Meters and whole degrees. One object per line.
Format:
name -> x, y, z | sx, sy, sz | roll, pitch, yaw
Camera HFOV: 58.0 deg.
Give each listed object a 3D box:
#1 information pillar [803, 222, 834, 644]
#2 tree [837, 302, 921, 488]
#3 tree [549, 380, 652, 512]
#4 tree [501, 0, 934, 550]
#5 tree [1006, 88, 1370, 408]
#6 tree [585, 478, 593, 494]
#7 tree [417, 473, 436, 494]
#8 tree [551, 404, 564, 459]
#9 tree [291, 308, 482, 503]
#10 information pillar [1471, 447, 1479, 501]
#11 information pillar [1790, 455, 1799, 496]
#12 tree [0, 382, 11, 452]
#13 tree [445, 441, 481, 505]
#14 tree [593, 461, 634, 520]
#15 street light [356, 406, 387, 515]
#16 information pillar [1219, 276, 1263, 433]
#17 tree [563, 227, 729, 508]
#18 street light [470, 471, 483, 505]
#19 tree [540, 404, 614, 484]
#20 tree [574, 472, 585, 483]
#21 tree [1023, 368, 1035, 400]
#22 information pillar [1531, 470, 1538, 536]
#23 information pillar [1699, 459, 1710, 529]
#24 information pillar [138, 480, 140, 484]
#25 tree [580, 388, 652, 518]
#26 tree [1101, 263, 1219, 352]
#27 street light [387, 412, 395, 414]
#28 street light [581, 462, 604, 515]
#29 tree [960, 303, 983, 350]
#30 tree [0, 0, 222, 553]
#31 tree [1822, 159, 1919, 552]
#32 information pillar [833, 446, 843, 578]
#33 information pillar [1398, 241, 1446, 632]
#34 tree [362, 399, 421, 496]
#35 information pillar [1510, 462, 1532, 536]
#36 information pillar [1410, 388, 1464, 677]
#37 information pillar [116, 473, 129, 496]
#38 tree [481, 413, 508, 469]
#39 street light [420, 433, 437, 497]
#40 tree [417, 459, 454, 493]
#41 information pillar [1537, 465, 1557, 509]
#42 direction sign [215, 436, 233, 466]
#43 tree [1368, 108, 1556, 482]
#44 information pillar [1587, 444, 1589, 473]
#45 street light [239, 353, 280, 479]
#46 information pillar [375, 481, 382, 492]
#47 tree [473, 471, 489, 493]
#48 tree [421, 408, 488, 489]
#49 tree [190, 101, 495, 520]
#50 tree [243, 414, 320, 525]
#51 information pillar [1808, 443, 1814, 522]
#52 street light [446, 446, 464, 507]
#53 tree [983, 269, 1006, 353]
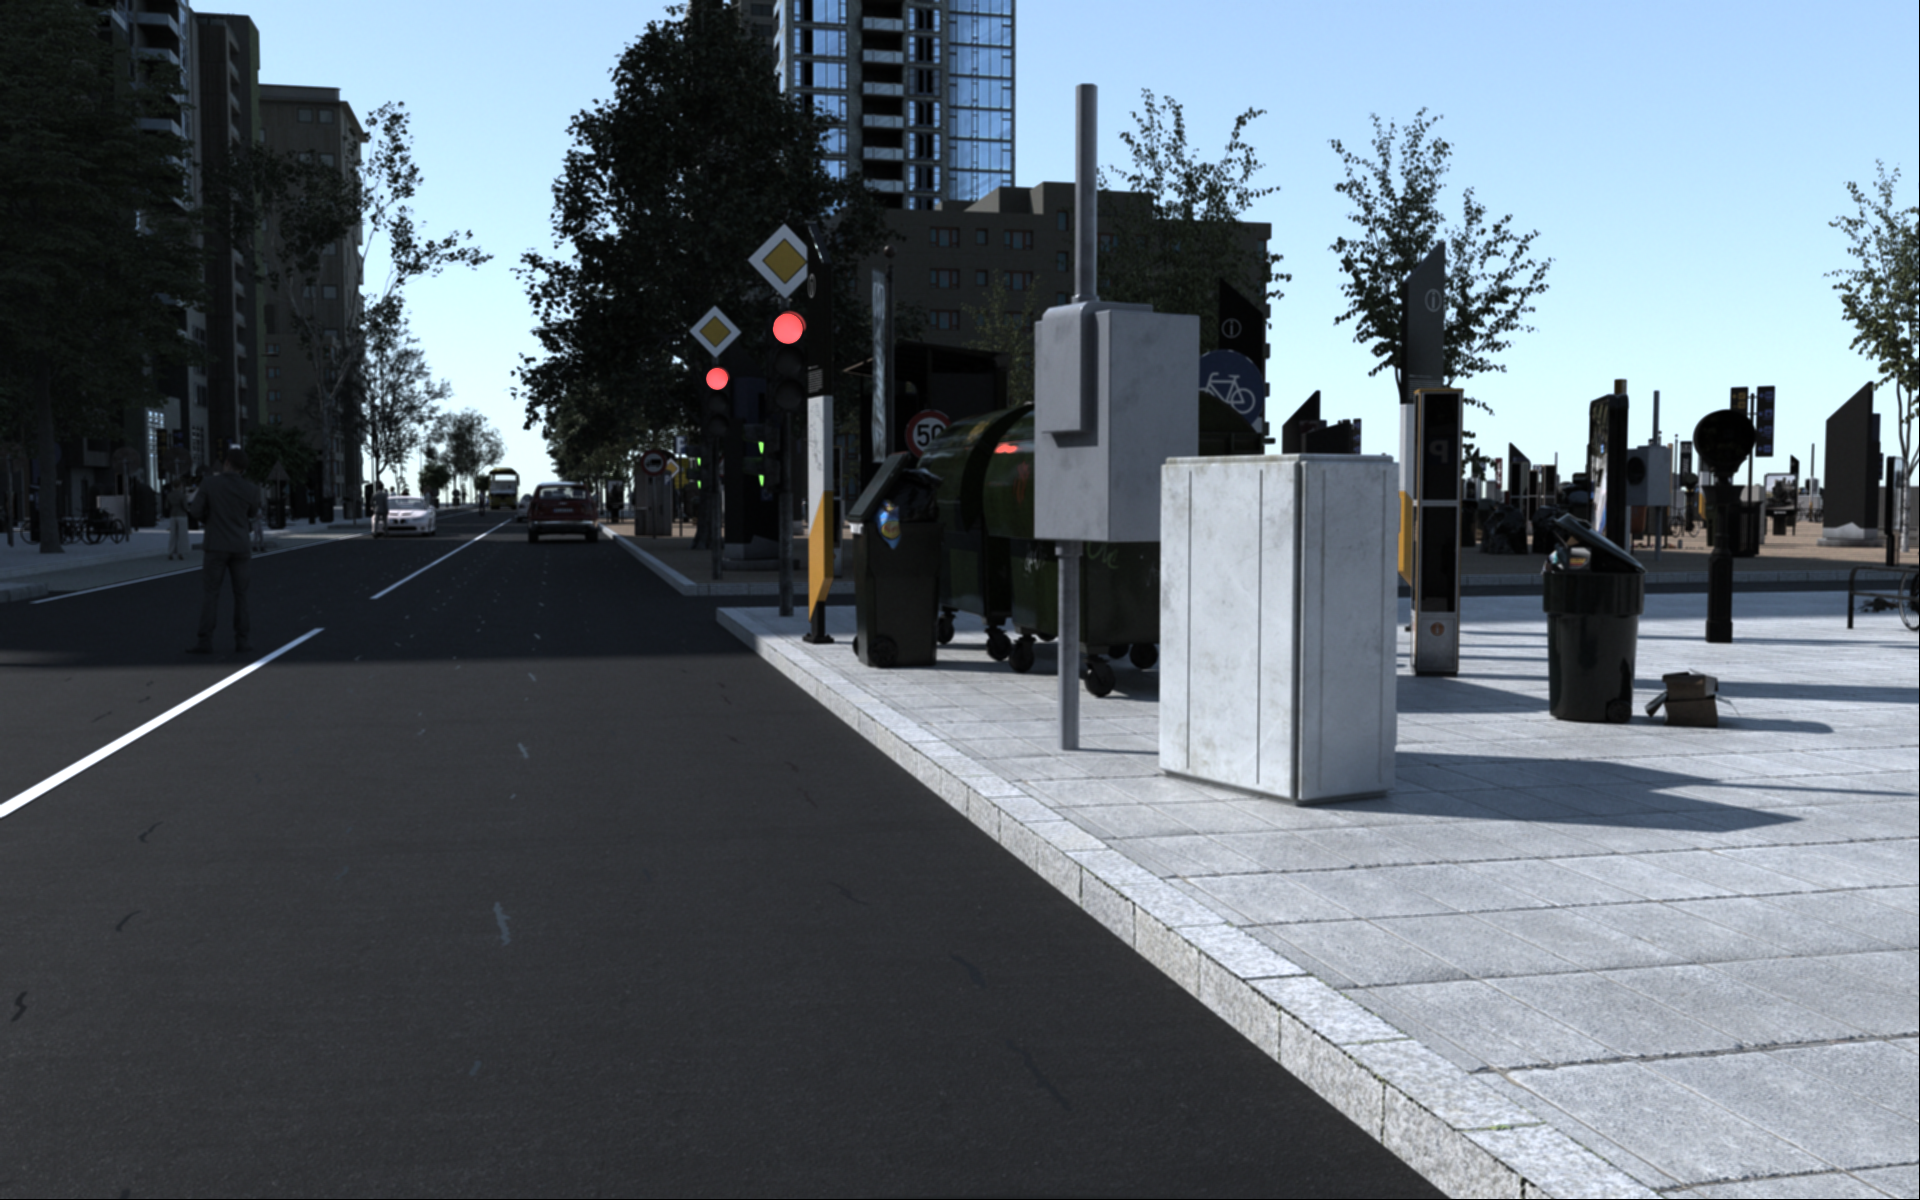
information pillar -> -1.198, -1.434, 14.804 | 0.183, 3.616, 0.504 | -1, 4, -21
tree -> -3.334, -7.047, 65.586 | 4.737, 8.622, 4.395 | 0, 3, 0
tree -> -25.625, -12.340, 127.508 | 9.928, 11.665, 9.643 | 0, 3, 0
tree -> -5.797, -7.530, 40.131 | 9.611, 12.733, 9.660 | 0, 3, 0
tree -> 4.107, -4.950, 31.297 | 4.737, 8.622, 4.395 | 0, 3, 0
tree -> -40.609, -11.956, 190.077 | 1.663, 3.219, 1.824 | 0, 3, 0
tree -> -47.354, -9.685, 152.944 | 1.663, 3.219, 1.824 | 0, 3, 0
tree -> -33.078, -14.520, 155.536 | 7.486, 12.596, 7.792 | 0, 3, 0
tree -> -37.720, -12.350, 112.291 | 12.009, 13.543, 11.850 | 0, 3, 0
information pillar -> 25.838, -5.840, 86.838 | 0.183, 3.616, 0.504 | -1, 4, -22
information pillar -> 49.064, -6.761, 101.899 | 0.504, 3.616, 0.183 | 3, 5, 43
tree -> -18.115, -2.830, 29.976 | 4.285, 4.588, 4.351 | 0, 3, 0
tree -> -60.175, -15.868, 209.803 | 4.360, 8.622, 3.978 | 0, 3, 0
tree -> -17.361, -5.674, 87.370 | 1.663, 3.219, 1.824 | 0, 3, 0
street light -> -31.057, -7.238, 90.878 | 1.470, 5.913, 1.316 | -1, 4, -13
information pillar -> 3.002, -1.672, 18.685 | 0.504, 3.616, 0.183 | 1, 4, 9
tree -> -11.999, -9.280, 69.855 | 7.486, 12.596, 7.792 | 0, 3, 0
street light -> -59.578, -14.702, 212.911 | 1.470, 5.913, 1.316 | -1, 4, -13
tree -> -43.610, -18.038, 201.577 | 9.857, 13.997, 8.962 | 0, 3, 0
tree -> -51.276, -15.248, 233.018 | 4.285, 4.588, 4.351 | 0, 3, 0
tree -> 5.090, -8.858, 95.187 | 4.360, 8.622, 3.978 | 0, 3, 0
information pillar -> 17.681, -2.991, 53.402 | 0.304, 2.012, 0.304 | 2, 4, 26
information pillar -> 27.582, -4.451, 64.122 | 0.504, 3.616, 0.183 | -2, 4, -33
information pillar -> -42.351, -5.178, 89.155 | 0.304, 2.012, 0.304 | -2, 4, -29
tree -> -17.496, -8.610, 91.141 | 4.737, 8.622, 4.395 | 0, 3, 0
tree -> 8.837, -9.360, 78.797 | 9.928, 11.665, 9.643 | 0, 3, 0
street light -> -32.541, -7.651, 97.630 | 1.470, 5.913, 1.316 | -1, 4, -13
street light -> -22.387, -8.127, 105.425 | 1.470, 5.913, 1.316 | -1, 4, -13
tree -> 1.956, -6.555, 57.530 | 4.737, 8.622, 4.395 | 0, 3, 0
tree -> -19.689, -7.263, 36.877 | 7.486, 12.596, 7.792 | 0, 3, 0
tree -> 20.993, -5.350, 37.842 | 4.737, 8.622, 4.395 | 0, 3, 0
information pillar -> -1.967, -1.342, 26.430 | 0.304, 2.012, 0.304 | -1, 4, -14
information pillar -> 4.284, -1.511, 16.053 | 0.504, 3.616, 0.183 | -2, 4, -31
tree -> -41.615, -10.843, 127.651 | 4.360, 8.622, 3.978 | 0, 3, 0
information pillar -> 12.830, -2.158, 39.775 | 0.304, 2.012, 0.304 | -3, 5, -41
information pillar -> 3.363, -0.473, 12.228 | 0.304, 2.012, 0.304 | 1, 4, 8
information pillar -> -29.597, -3.470, 61.228 | 0.304, 2.012, 0.304 | 0, 4, 3
tree -> -66.698, -20.049, 238.172 | 12.009, 13.543, 11.850 | 0, 3, 0
street light -> -40.564, -9.763, 132.165 | 1.470, 5.913, 1.316 | -1, 4, -13
tree -> -48.440, -10.779, 159.949 | 4.285, 4.588, 4.351 | 0, 3, 0
information pillar -> 14.916, -2.412, 43.922 | 0.304, 2.012, 0.304 | 0, 4, 4
direction sign -> -28.592, -4.611, 67.387 | 0.379, 3.537, 0.876 | 1, 4, 19
tree -> 8.841, -5.070, 33.253 | 4.737, 8.622, 4.395 | 0, 3, 0
information pillar -> 24.912, -4.697, 68.157 | 0.504, 3.616, 0.183 | 3, 5, 40
street light -> -23.072, -5.166, 57.013 | 1.470, 5.913, 1.316 | -1, 4, -13
information pillar -> -32.416, -5.632, 96.576 | 0.304, 2.012, 0.304 | -3, 4, -37
tree -> -69.147, -16.373, 251.408 | 4.285, 4.588, 4.351 | 0, 3, 0
tree -> -54.994, -15.485, 187.586 | 8.767, 10.594, 7.601 | 1, 4, 22
tree -> -29.196, -13.867, 82.617 | 12.611, 20.169, 13.585 | 0, 3, 0
tree -> -28.100, -5.350, 71.187 | 4.285, 4.588, 4.351 | 0, 3, 0
information pillar -> 39.422, -5.432, 80.160 | 0.183, 3.616, 0.504 | 1, 4, 22
street light -> -48.535, -11.811, 165.647 | 1.470, 5.913, 1.316 | -1, 4, -13
tree -> 3.756, -5.609, 42.074 | 4.737, 8.622, 4.395 | 0, 3, 0
